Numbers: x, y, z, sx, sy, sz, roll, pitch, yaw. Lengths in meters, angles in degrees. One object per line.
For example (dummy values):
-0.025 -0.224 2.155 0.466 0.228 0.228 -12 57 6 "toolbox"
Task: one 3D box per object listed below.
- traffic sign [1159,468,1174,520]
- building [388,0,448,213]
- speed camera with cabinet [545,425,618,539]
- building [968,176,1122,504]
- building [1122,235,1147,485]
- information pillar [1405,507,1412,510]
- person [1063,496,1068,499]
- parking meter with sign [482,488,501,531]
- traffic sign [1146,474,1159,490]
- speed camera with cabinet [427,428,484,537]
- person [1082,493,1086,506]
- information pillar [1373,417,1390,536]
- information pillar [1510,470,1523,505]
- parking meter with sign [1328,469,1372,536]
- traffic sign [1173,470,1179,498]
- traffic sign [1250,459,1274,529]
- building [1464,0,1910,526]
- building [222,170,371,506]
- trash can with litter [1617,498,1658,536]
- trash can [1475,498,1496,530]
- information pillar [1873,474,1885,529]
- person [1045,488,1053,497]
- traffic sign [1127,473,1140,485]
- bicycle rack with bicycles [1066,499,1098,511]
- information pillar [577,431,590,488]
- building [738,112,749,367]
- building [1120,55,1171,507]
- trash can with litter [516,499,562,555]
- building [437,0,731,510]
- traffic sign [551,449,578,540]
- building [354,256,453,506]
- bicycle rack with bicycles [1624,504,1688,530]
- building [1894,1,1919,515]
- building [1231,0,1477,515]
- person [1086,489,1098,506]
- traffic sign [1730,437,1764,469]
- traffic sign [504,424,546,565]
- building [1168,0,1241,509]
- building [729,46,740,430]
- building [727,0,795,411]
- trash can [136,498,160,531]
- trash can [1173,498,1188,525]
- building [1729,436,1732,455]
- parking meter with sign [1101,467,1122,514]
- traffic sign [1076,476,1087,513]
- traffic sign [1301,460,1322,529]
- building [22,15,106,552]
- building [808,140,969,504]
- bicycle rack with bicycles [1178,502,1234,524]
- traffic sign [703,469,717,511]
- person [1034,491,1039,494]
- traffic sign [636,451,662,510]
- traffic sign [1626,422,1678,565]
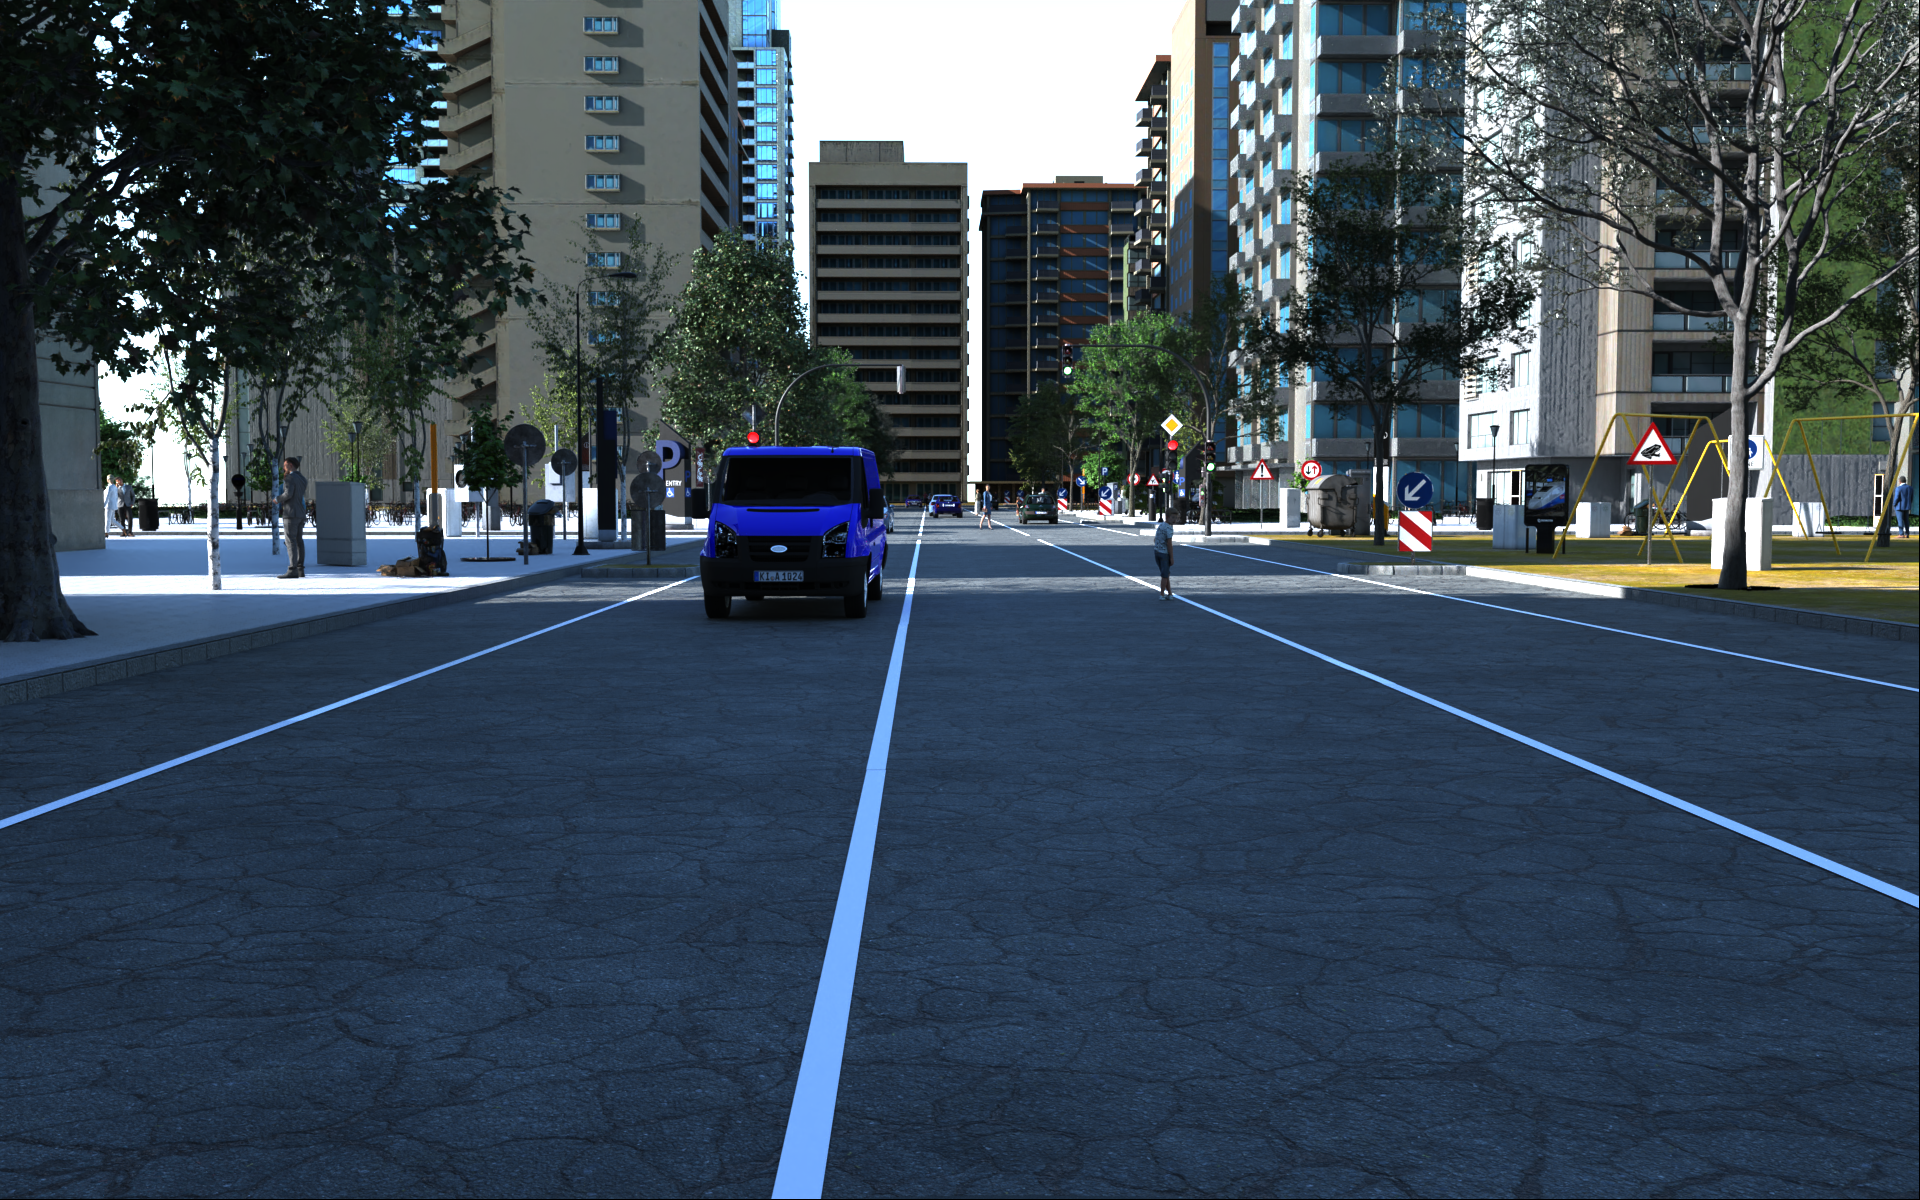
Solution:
10.028 -5.146 84.240 0.768 2.556 0.104 0 4 -1 "traffic sign"
-67.152 -56.642 238.774 31.000 86.520 22.319 0 4 -1 "building"
-10.860 -3.388 49.724 2.038 3.252 0.660 1 4 17 "speed camera with cabinet"
15.563 -35.859 240.920 28.867 44.769 22.147 0 4 -1 "building"
25.039 -25.848 194.317 14.160 30.474 14.107 0 4 -1 "building"
16.391 -3.576 62.955 0.304 2.012 0.304 -1 4 -15 "information pillar"
12.740 -12.591 211.926 0.705 1.821 1.348 3 5 44 "person"
-16.651 -3.976 61.272 0.543 3.016 1.738 -2 4 -30 "parking meter with sign"
12.092 -6.636 108.499 0.884 2.594 0.081 0 4 4 "traffic sign"
-15.068 -3.504 51.620 2.038 3.252 0.660 3 4 37 "speed camera with cabinet"
12.817 -10.536 179.226 0.541 1.710 0.530 2 4 27 "person"
12.825 -3.749 52.657 0.504 3.616 0.183 3 4 37 "information pillar"
16.953 -2.955 52.803 0.304 2.012 0.304 2 4 28 "information pillar"
12.344 -3.514 53.721 1.738 3.016 0.543 0 4 -3 "parking meter with sign"
11.477 -5.552 90.874 0.768 2.556 0.104 0 4 6 "traffic sign"
11.061 -3.882 63.470 0.884 2.594 0.081 0 4 5 "traffic sign"
31.195 -24.018 76.285 14.086 41.232 14.154 0 4 -1 "building"
-72.249 -31.111 192.264 14.086 41.232 14.154 0 4 -1 "building"
20.648 -2.533 52.801 1.055 1.170 0.624 0 4 -7 "trash can with litter"
18.639 -3.046 61.450 0.748 1.137 0.748 0 3 0 "trash can"
34.148 -3.658 64.294 0.304 2.012 0.304 -3 5 -42 "information pillar"
7.882 -9.260 157.461 1.348 1.823 0.705 1 4 11 "person"
10.190 -6.217 101.754 0.768 2.556 0.104 0 4 4 "traffic sign"
9.386 -7.306 132.840 2.852 0.926 2.925 -1 4 -20 "bicycle rack with bicycles"
-13.684 -4.394 63.198 0.504 3.616 0.183 -2 4 -24 "information pillar"
-36.411 -32.647 188.405 28.867 44.769 22.147 0 4 -1 "building"
29.014 -31.675 172.503 22.147 44.769 28.867 0 4 -1 "building"
-8.929 -1.546 36.658 0.624 1.170 1.055 1 4 15 "trash can with litter"
-31.132 -31.906 145.363 21.300 48.544 21.600 0 4 -1 "building"
-11.070 -2.956 48.435 0.768 2.556 0.104 0 4 6 "traffic sign"
-57.964 -25.716 192.164 14.107 30.474 14.160 0 4 -1 "building"
25.535 -3.029 62.899 2.925 0.926 2.852 1 4 15 "bicycle rack with bicycles"
61.350 -28.313 82.529 30.456 49.044 23.786 0 4 -1 "building"
31.056 -30.561 119.273 23.786 49.044 30.456 0 4 -1 "building"
13.326 -10.309 174.612 1.348 1.822 0.705 1 4 23 "person"
13.671 -1.716 30.188 0.606 2.300 0.079 0 4 2 "traffic sign"
-7.897 -1.917 31.446 0.768 2.556 0.104 0 4 1 "traffic sign"
26.140 -30.632 150.936 14.600 45.320 14.200 0 4 -1 "building"
-28.529 -31.393 163.379 14.600 45.320 14.200 0 4 -1 "building"
-35.970 -56.665 239.144 31.000 86.520 22.319 0 4 -1 "building"
-28.161 -2.964 60.110 0.748 1.137 0.748 0 3 0 "trash can"
9.106 -3.684 71.895 0.748 1.137 0.748 0 3 0 "trash can"
64.219 -36.596 187.581 27.495 52.752 28.713 0 4 -1 "building"
9.776 -7.031 111.212 0.543 3.016 1.738 -2 4 -34 "parking meter with sign"
8.450 -7.361 120.461 0.768 2.556 0.104 0 4 2 "traffic sign"
13.053 -3.933 64.404 0.768 2.556 0.104 0 4 7 "traffic sign"
-34.103 -12.175 32.345 30.059 22.955 16.112 0 4 -1 "building"
-9.666 -37.714 240.326 21.600 48.544 21.300 0 4 -1 "building"
10.430 -3.725 74.285 2.925 0.926 2.852 0 4 2 "bicycle rack with bicycles"
-12.370 -5.216 85.383 0.768 2.556 0.104 0 4 4 "traffic sign"
8.795 -11.829 199.459 1.348 1.823 0.705 2 4 24 "person"
-9.119 -3.100 50.795 0.768 2.556 0.104 0 4 5 "traffic sign"
12.500 -1.917 31.339 0.884 2.594 0.081 0 4 8 "traffic sign"
